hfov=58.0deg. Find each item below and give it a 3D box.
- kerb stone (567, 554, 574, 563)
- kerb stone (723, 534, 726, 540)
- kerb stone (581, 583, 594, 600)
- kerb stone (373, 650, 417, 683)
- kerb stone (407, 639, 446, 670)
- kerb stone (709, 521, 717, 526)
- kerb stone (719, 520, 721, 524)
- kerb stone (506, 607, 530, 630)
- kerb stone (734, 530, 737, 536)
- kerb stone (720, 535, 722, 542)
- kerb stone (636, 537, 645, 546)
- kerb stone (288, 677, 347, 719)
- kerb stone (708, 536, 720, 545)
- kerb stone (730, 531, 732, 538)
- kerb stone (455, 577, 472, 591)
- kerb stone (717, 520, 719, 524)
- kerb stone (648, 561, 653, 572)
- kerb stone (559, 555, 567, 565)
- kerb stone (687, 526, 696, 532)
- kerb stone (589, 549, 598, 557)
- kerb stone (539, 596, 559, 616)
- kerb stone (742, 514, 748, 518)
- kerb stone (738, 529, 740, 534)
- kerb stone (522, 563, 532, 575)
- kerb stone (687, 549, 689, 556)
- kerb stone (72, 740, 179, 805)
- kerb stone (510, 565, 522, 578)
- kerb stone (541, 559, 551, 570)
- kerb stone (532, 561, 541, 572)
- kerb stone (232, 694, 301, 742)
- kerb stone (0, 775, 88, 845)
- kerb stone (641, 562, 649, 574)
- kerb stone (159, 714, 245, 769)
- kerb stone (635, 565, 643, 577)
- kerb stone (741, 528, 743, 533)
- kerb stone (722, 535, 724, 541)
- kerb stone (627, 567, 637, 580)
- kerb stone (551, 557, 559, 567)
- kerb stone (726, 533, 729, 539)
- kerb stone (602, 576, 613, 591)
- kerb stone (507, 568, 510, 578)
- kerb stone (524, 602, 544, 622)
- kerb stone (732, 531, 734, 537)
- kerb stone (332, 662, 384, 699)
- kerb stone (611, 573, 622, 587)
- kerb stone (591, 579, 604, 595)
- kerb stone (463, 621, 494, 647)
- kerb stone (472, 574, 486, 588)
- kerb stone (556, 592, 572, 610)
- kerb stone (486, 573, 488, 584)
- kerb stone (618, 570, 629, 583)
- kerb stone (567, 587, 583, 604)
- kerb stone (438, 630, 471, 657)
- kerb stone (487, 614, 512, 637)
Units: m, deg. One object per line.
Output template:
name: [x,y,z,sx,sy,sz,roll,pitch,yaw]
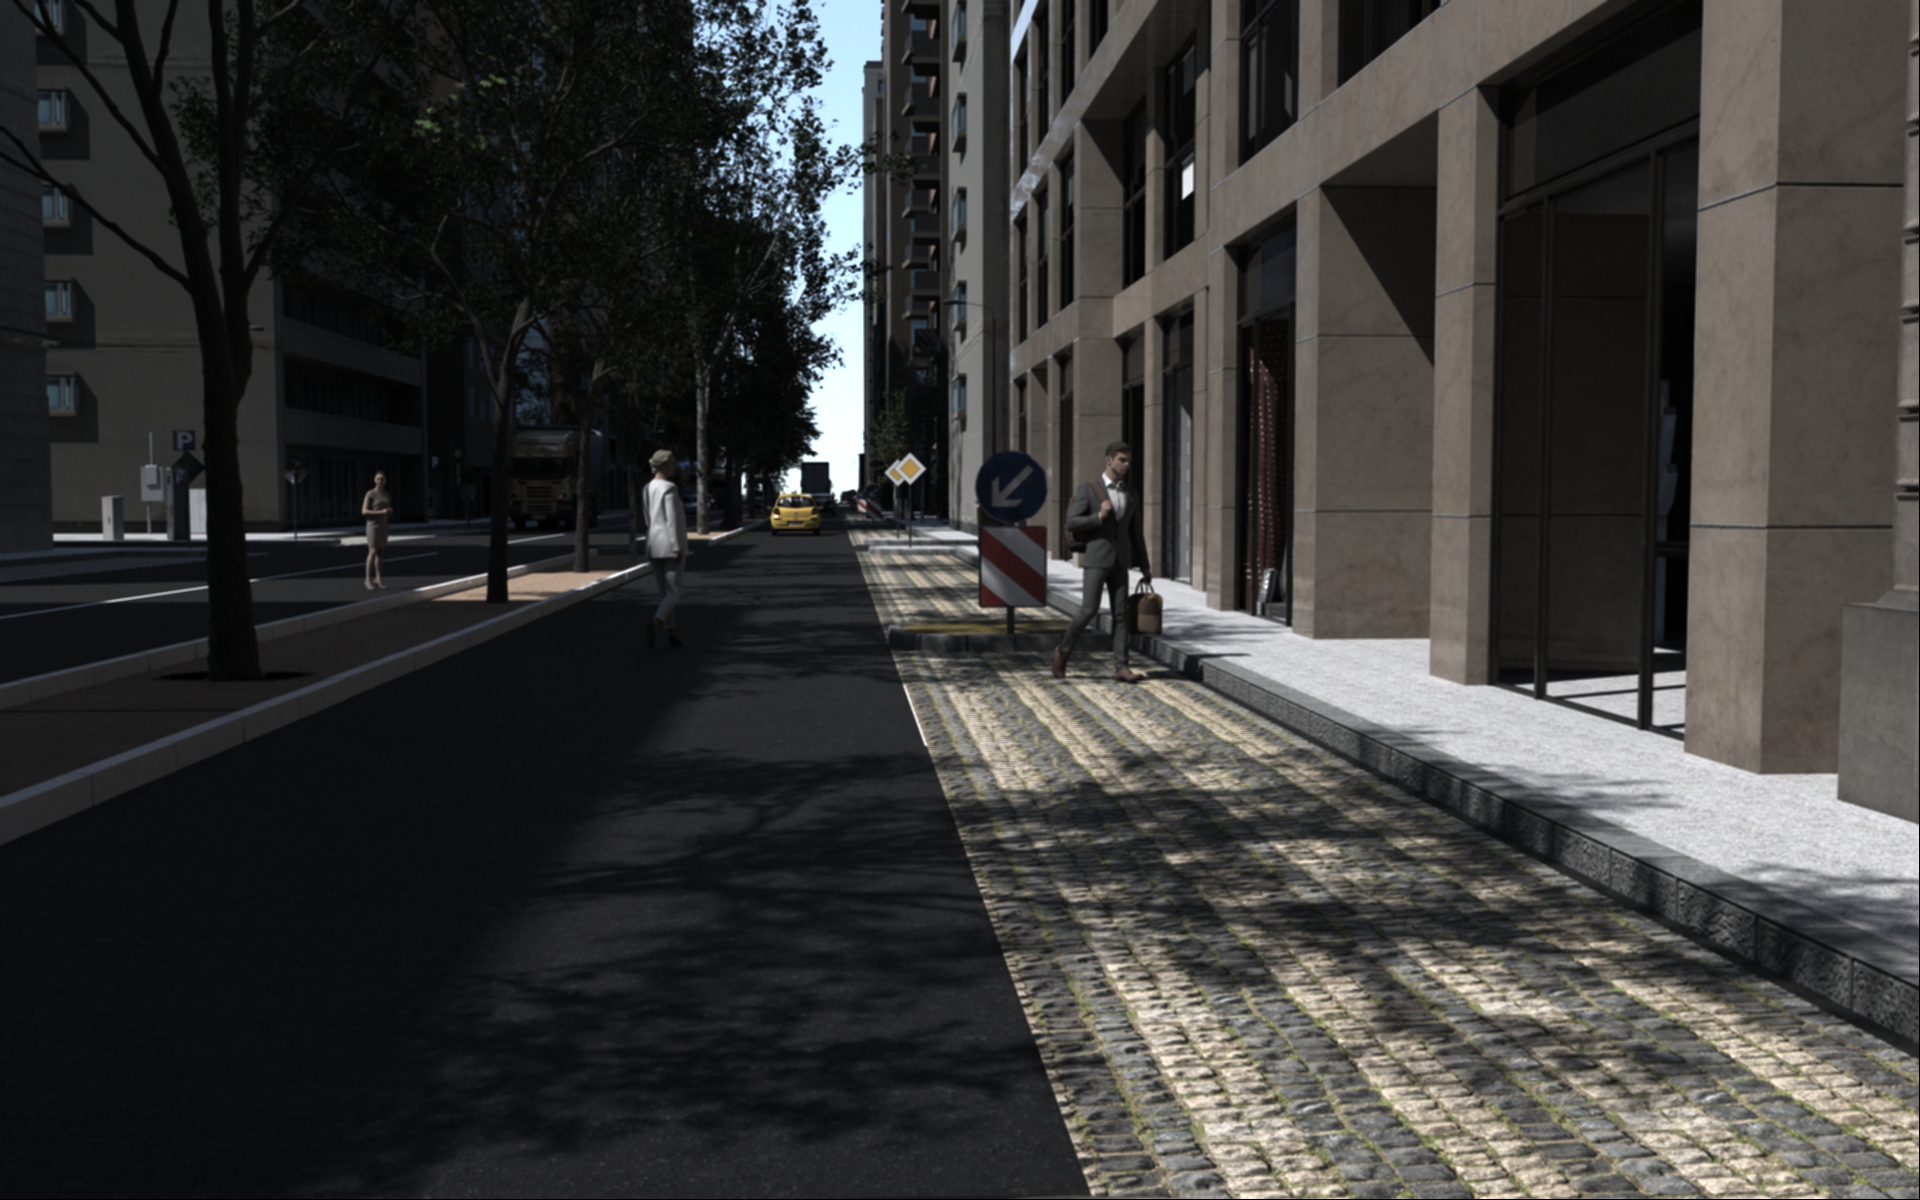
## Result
kerb stone: [-8.188,-0.838,35.898,0.120,0.150,1.000,0,4,-4]
kerb stone: [-7.313,-1.881,52.951,0.120,0.150,1.000,0,4,-4]
kerb stone: [-5.191,-0.091,23.785,0.120,0.150,1.000,0,4,-4]
kerb stone: [-4.454,0.529,13.553,0.120,0.150,1.000,0,4,-4]
kerb stone: [-4.519,0.466,14.578,0.120,0.150,1.000,0,4,-4]
kerb stone: [-11.331,-3.495,79.386,0.120,0.150,1.000,0,4,-4]
kerb stone: [-11.473,-3.623,81.433,0.120,0.150,1.000,0,4,-4]
kerb stone: [-4.816,0.215,18.672,0.120,0.150,1.000,0,4,-4]
kerb stone: [-7.669,-2.195,58.084,0.120,0.150,1.000,0,4,-4]
kerb stone: [-7.165,-1.756,50.908,0.120,0.150,1.000,0,4,-4]
kerb stone: [-9.181,-1.685,49.738,0.120,0.150,1.000,0,4,-4]
kerb stone: [-4.296,0.657,11.513,0.120,0.150,1.000,0,4,-4]
kerb stone: [-7.086,-1.693,49.889,0.120,0.150,1.000,0,4,-4]
kerb stone: [-7.533,-2.069,56.030,0.120,0.150,1.000,0,4,-4]
kerb stone: [-7.435,-0.210,25.658,0.120,0.150,1.000,0,4,-4]
kerb stone: [-11.413,-3.560,80.404,0.120,0.150,1.000,0,4,-4]
kerb stone: [-5.783,-0.595,31.961,0.120,0.150,1.000,0,4,-4]
kerb stone: [-8.100,-0.776,34.876,0.120,0.150,1.000,0,4,-4]
kerb stone: [-10.442,-2.747,67.118,0.120,0.150,1.000,0,4,-4]
kerb stone: [-8.475,-1.088,39.992,0.120,0.150,1.000,0,4,-4]
kerb stone: [-4.969,0.091,20.711,0.120,0.150,1.000,0,4,-4]
kerb stone: [-13.482,-5.311,109.038,0.120,0.150,1.000,0,4,-4]
kerb stone: [-7.823,-2.316,60.135,0.120,0.150,1.000,0,4,-4]
kerb stone: [-7.797,-0.525,30.774,0.120,0.150,1.000,0,4,-4]
kerb stone: [-6.380,-1.094,40.144,0.120,0.150,1.000,0,4,-4]
kerb stone: [-4.079,0.841,8.453,0.120,0.150,1.000,0,4,-4]
kerb stone: [-7.721,-0.462,29.751,0.120,0.150,1.000,0,4,-4]
kerb stone: [-7.951,-0.648,32.826,0.120,0.150,1.000,0,4,-4]
kerb stone: [-7.879,-0.588,31.806,0.120,0.150,1.000,0,4,-4]
kerb stone: [-4.223,0.716,10.493,0.120,0.150,1.000,0,4,-4]
kerb stone: [-4.003,0.903,7.434,0.120,0.150,1.000,0,4,-4]
kerb stone: [-5.709,-0.535,30.940,0.120,0.150,1.000,0,4,-4]
kerb stone: [-4.155,0.778,9.472,0.120,0.150,1.000,0,4,-4]
kerb stone: [-5.635,-0.470,29.920,0.120,0.150,1.000,0,4,-4]
kerb stone: [-7.977,-2.440,62.183,0.120,0.150,1.000,0,4,-4]
kerb stone: [-7.233,-1.815,51.930,0.120,0.150,1.000,0,4,-4]
kerb stone: [-5.556,-0.408,28.901,0.120,0.150,1.000,0,4,-4]
kerb stone: [-8.029,-0.713,33.848,0.120,0.150,1.000,0,4,-4]
kerb stone: [-7.376,-1.944,53.979,0.120,0.150,1.000,0,4,-4]
kerb stone: [-5.341,-0.221,25.829,0.120,0.150,1.000,0,4,-4]
kerb stone: [-7.658,-0.400,28.731,0.120,0.150,1.000,0,4,-4]
kerb stone: [-4.904,0.153,19.691,0.120,0.150,1.000,0,4,-4]
kerb stone: [-7.606,-2.132,57.060,0.120,0.150,1.000,0,4,-4]
kerb stone: [-4.380,0.591,12.531,0.120,0.150,1.000,0,4,-4]
kerb stone: [-5.407,-0.285,26.849,0.120,0.150,1.000,0,4,-4]
kerb stone: [-5.266,-0.160,24.810,0.120,0.150,1.000,0,4,-4]
kerb stone: [-4.662,0.341,16.624,0.120,0.150,1.000,0,4,-4]
kerb stone: [-7.503,-0.274,26.682,0.120,0.150,1.000,0,4,-4]
kerb stone: [-5.042,0.031,21.736,0.120,0.150,1.000,0,4,-4]
kerb stone: [-7.577,-0.337,27.702,0.120,0.150,1.000,0,4,-4]
kerb stone: [-5.491,-0.347,27.872,0.120,0.150,1.000,0,4,-4]
kerb stone: [-5.119,-0.031,22.765,0.120,0.150,1.000,0,4,-4]
kerb stone: [-4.594,0.405,15.597,0.120,0.150,1.000,0,4,-4]
kerb stone: [-4.744,0.278,17.653,0.120,0.150,1.000,0,4,-4]
